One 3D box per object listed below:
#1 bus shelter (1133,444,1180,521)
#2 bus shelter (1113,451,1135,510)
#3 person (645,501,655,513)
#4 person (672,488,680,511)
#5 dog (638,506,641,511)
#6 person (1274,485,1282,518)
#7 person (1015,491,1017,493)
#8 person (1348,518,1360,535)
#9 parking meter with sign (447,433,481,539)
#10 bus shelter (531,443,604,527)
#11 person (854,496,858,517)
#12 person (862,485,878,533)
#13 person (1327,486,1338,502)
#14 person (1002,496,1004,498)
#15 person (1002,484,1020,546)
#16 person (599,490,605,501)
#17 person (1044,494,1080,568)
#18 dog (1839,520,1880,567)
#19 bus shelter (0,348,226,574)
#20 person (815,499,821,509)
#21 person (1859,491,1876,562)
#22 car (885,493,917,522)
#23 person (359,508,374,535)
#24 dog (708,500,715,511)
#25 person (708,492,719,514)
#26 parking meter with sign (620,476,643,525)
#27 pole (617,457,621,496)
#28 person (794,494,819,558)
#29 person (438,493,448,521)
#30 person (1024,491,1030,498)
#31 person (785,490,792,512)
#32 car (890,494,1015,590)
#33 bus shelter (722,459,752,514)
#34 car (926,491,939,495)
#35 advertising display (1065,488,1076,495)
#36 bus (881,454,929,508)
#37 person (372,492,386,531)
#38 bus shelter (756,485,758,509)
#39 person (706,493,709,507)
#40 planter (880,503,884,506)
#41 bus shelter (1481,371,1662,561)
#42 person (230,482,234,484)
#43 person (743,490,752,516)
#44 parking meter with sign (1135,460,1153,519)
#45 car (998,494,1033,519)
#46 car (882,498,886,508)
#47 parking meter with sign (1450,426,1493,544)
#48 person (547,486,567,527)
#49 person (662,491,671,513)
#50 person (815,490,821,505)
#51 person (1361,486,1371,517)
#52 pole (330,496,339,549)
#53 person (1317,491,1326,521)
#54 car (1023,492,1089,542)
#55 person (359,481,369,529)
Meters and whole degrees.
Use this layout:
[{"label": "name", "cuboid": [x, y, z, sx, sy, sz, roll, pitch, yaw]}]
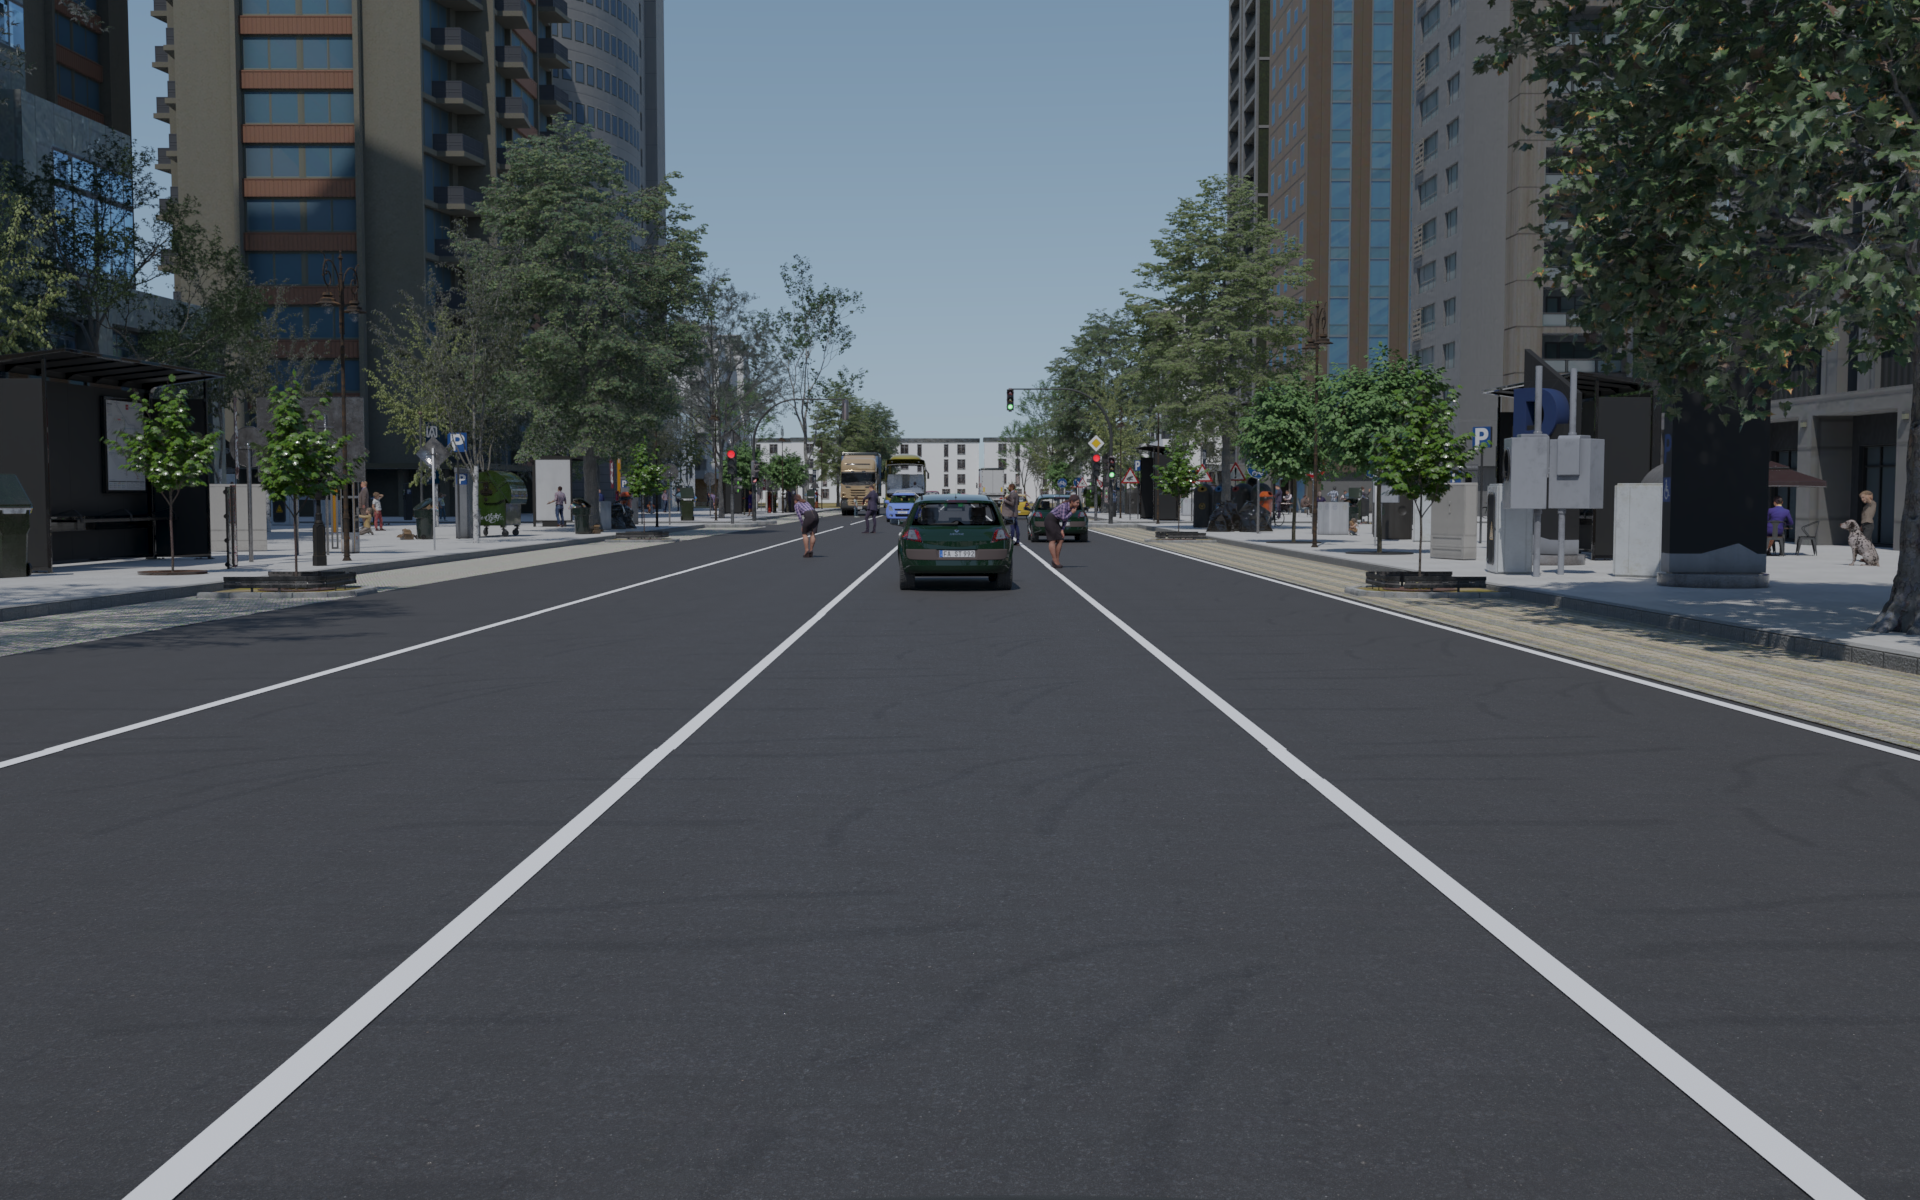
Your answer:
[{"label": "bus shelter", "cuboid": [9.671, -5.739, 85.117, 1.731, 3.624, 6.357, 0, 4, 0]}, {"label": "bus shelter", "cuboid": [12.294, -9.633, 135.123, 2.179, 5.291, 8.768, 0, 3, 0]}, {"label": "person", "cuboid": [-20.686, -6.217, 115.974, 0.859, 0.850, 0.655, -1, 4, -23]}, {"label": "person", "cuboid": [-20.703, -7.363, 126.961, 0.617, 1.759, 0.750, 2, 4, 34]}, {"label": "dog", "cuboid": [-24.559, -7.051, 132.111, 0.406, 0.507, 0.540, 1, 4, 21]}, {"label": "person", "cuboid": [16.837, -5.237, 92.117, 0.568, 1.767, 0.683, 0, 4, 2]}, {"label": "person", "cuboid": [5.098, -9.196, 159.405, 0.434, 1.755, 0.990, -2, 4, -23]}, {"label": "person", "cuboid": [12.176, -2.261, 53.481, 0.357, 0.543, 0.381, 0, 4, 7]}, {"label": "parking meter with sign", "cuboid": [-14.281, -3.289, 50.042, 0.543, 3.016, 1.738, 0, 4, -2]}, {"label": "bus shelter", "cuboid": [-15.938, -4.661, 70.127, 2.014, 3.302, 5.546, 0, 4, 0]}, {"label": "person", "cuboid": [-6.352, -5.748, 106.394, 0.340, 1.345, 0.435, 0, 4, -2]}, {"label": "person", "cuboid": [-3.337, -3.326, 63.330, 0.568, 1.767, 0.683, 2, 4, 32]}, {"label": "person", "cuboid": [21.856, -5.776, 101.197, 0.376, 1.734, 0.841, -2, 4, -32]}, {"label": "person", "cuboid": [5.185, -12.677, 218.998, 0.991, 1.433, 0.599, -1, 4, -13]}, {"label": "person", "cuboid": [1.408, -2.368, 48.040, 0.431, 1.722, 0.655, 2, 4, 27]}, {"label": "person", "cuboid": [-17.321, -4.574, 83.520, 0.574, 1.496, 0.600, -1, 4, -21]}, {"label": "person", "cuboid": [1.973, -1.327, 33.431, 0.697, 1.427, 0.421, 1, 4, 22]}, {"label": "dog", "cuboid": [16.146, -1.008, 30.852, 0.513, 0.831, 0.800, -1, 4, -11]}, {"label": "bus shelter", "cuboid": [-15.240, -2.429, 30.992, 1.731, 3.624, 6.357, 0, 3, 0]}, {"label": "person", "cuboid": [-12.618, -8.506, 153.408, 0.859, 0.850, 0.655, 3, 5, 41]}, {"label": "person", "cuboid": [17.128, -1.394, 32.741, 0.340, 1.345, 0.435, 0, 4, 7]}, {"label": "car", "cuboid": [-2.886, -4.877, 89.327, 1.945, 1.707, 3.694, 0, 4, 1]}, {"label": "person", "cuboid": [-18.606, -2.447, 53.983, 0.695, 0.859, 0.347, -1, 4, -10]}, {"label": "dog", "cuboid": [-19.146, -7.331, 134.233, 0.513, 0.831, 0.800, -2, 4, -26]}, {"label": "person", "cuboid": [-15.723, -6.194, 110.546, 0.697, 1.427, 0.421, -1, 4, -15]}, {"label": "parking meter with sign", "cuboid": [-13.843, -4.657, 72.402, 0.543, 3.016, 1.738, 2, 4, 29]}, {"label": "pole", "cuboid": [-16.560, -5.526, 84.198, 0.158, 3.312, 0.155, 0, 3, 0]}, {"label": "person", "cuboid": [-3.501, -1.677, 39.146, 0.697, 1.427, 0.421, 3, 5, 43]}, {"label": "person", "cuboid": [-24.737, -4.458, 82.846, 0.340, 1.345, 0.435, 1, 4, 14]}, {"label": "person", "cuboid": [6.720, -10.349, 178.412, 1.217, 1.736, 0.721, 0, 4, -5]}, {"label": "person", "cuboid": [-11.942, -6.964, 120.829, 0.530, 1.710, 0.541, -3, 5, -43]}, {"label": "car", "cuboid": [-0.108, -1.070, 27.279, 2.009, 1.686, 4.222, 0, 4, -2]}, {"label": "bus shelter", "cuboid": [-14.406, -7.480, 113.583, 1.731, 3.624, 6.357, 0, 3, 0]}, {"label": "car", "cuboid": [-3.150, -11.545, 197.427, 2.281, 1.827, 5.304, 0, 4, -2]}, {"label": "advertising display", "cuboid": [9.458, -8.746, 148.206, 0.974, 1.923, 0.123, 0, 4, -7]}, {"label": "bus", "cuboid": [-3.427, -7.294, 110.808, 2.896, 3.916, 12.252, 0, 4, -1]}, {"label": "person", "cuboid": [-20.223, -3.079, 60.288, 0.340, 1.345, 0.435, 0, 4, 4]}, {"label": "bus shelter", "cuboid": [-14.935, -7.942, 123.775, 2.014, 3.302, 5.546, 0, 3, 0]}, {"label": "person", "cuboid": [-25.702, -10.436, 177.595, 0.541, 1.710, 0.530, 3, 5, 40]}, {"label": "planter", "cuboid": [-9.598, -11.627, 211.238, 1.991, 0.319, 1.994, 0, 3, 0]}, {"label": "bus shelter", "cuboid": [12.692, -2.756, 36.337, 1.731, 3.624, 6.357, 0, 4, 0]}, {"label": "person", "cuboid": [-26.307, -3.387, 62.222, 0.742, 1.727, 0.445, -2, 4, -25]}, {"label": "person", "cuboid": [-12.145, -5.577, 99.593, 0.546, 1.535, 0.453, -3, 5, -42]}, {"label": "parking meter with sign", "cuboid": [9.889, -5.707, 89.572, 1.738, 3.016, 0.543, -2, 4, -30]}, {"label": "car", "cuboid": [3.185, -5.465, 99.578, 2.015, 1.641, 3.980, 0, 4, 2]}, {"label": "car", "cuboid": [-7.113, -10.434, 182.401, 2.131, 1.459, 4.920, 0, 4, -1]}, {"label": "parking meter with sign", "cuboid": [12.859, -2.941, 44.339, 1.738, 3.016, 0.543, -3, 4, -39]}, {"label": "person", "cuboid": [-15.391, -3.582, 66.567, 0.435, 1.587, 0.963, 2, 4, 34]}, {"label": "person", "cuboid": [-20.230, -6.784, 118.923, 0.435, 1.587, 0.963, 2, 4, 24]}, {"label": "person", "cuboid": [-17.086, -12.279, 206.770, 1.348, 1.831, 0.705, 3, 5, 43]}, {"label": "person", "cuboid": [22.999, -5.590, 98.245, 0.742, 1.727, 0.445, 2, 4, 35]}, {"label": "pole", "cuboid": [-14.620, -2.849, 40.422, 0.158, 3.312, 0.155, 0, 3, 0]}, {"label": "person", "cuboid": [16.458, -4.169, 78.876, 0.471, 1.553, 0.569, -3, 5, -40]}, {"label": "car", "cuboid": [2.953, -2.628, 52.759, 2.009, 1.686, 4.222, 0, 4, 0]}, {"label": "person", "cuboid": [-22.073, -3.512, 64.021, 0.434, 1.755, 0.990, -1, 4, -17]}]
